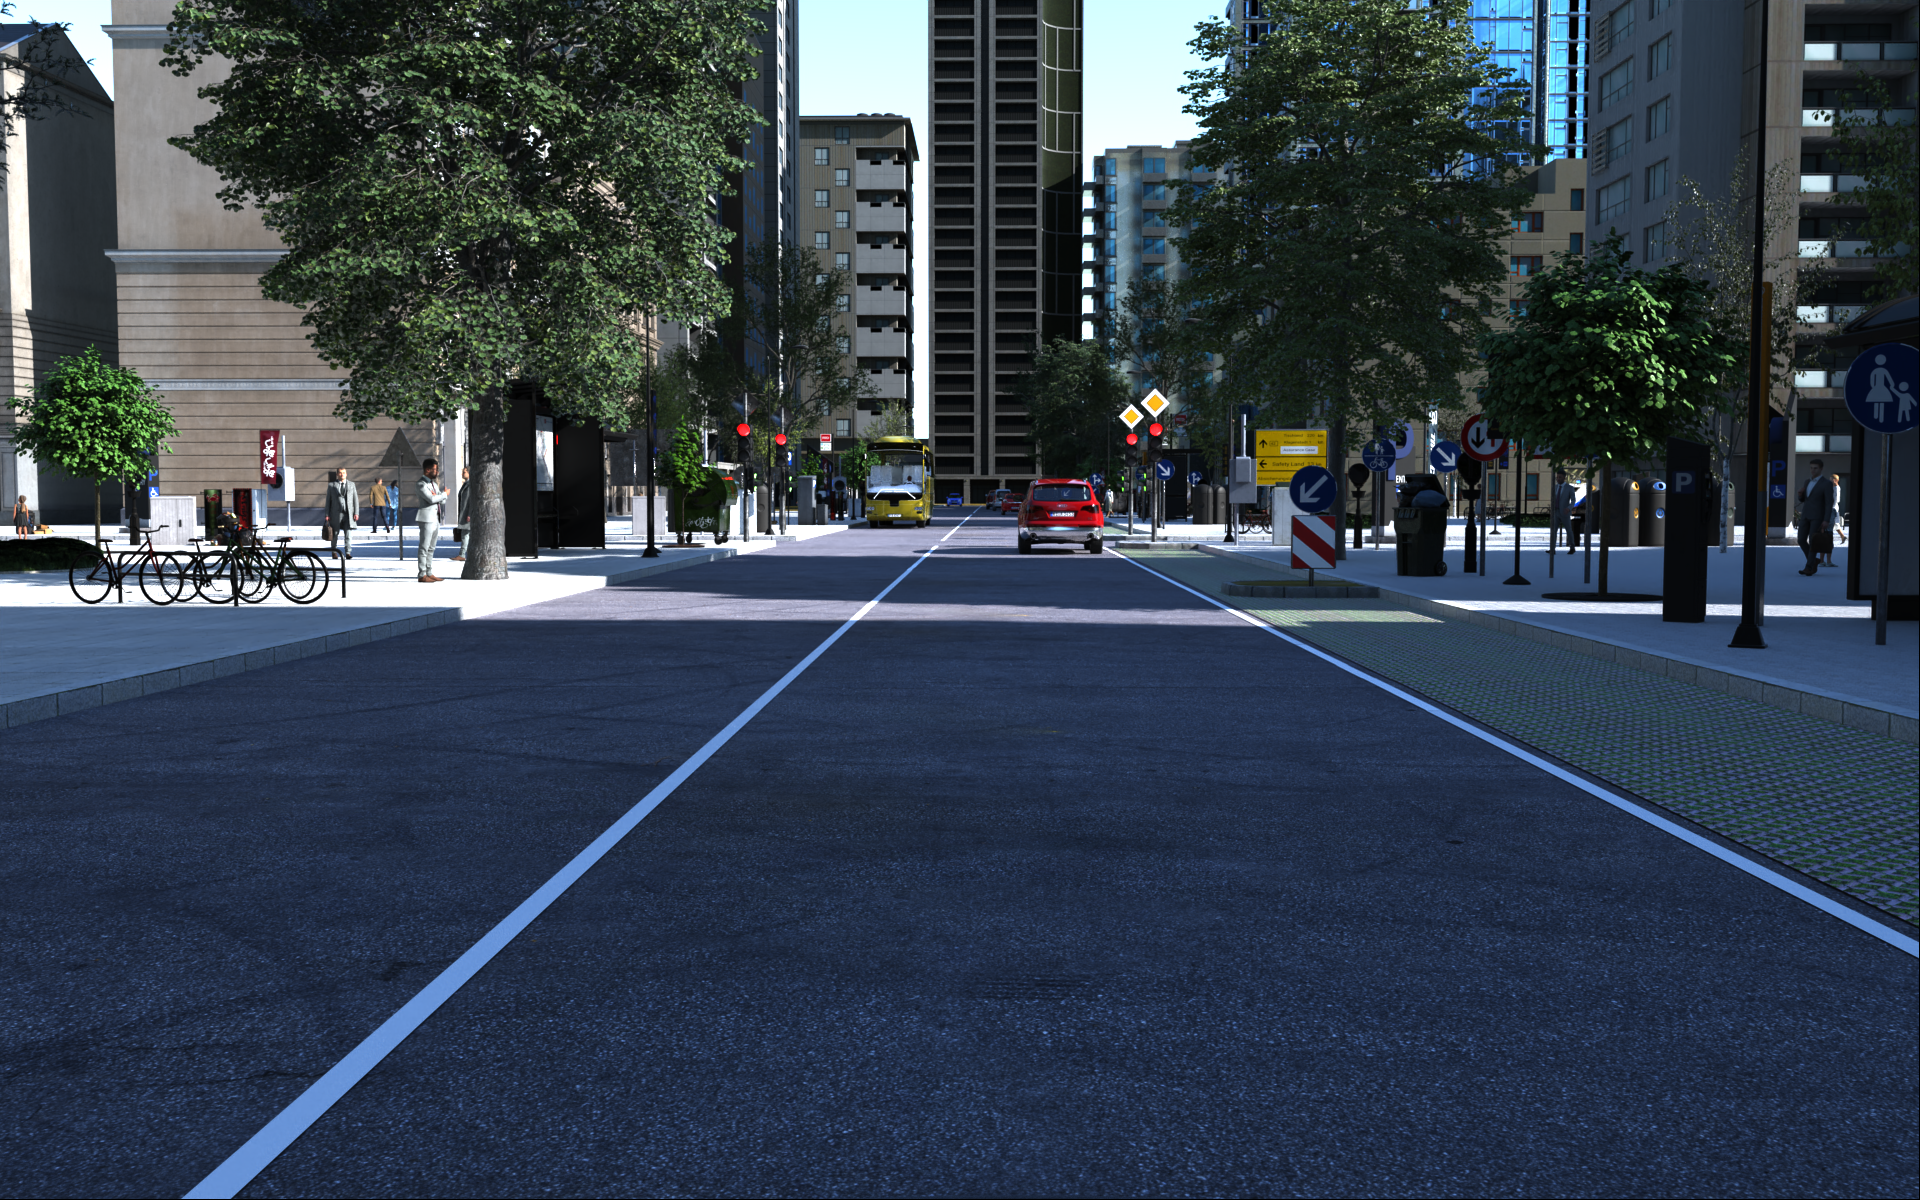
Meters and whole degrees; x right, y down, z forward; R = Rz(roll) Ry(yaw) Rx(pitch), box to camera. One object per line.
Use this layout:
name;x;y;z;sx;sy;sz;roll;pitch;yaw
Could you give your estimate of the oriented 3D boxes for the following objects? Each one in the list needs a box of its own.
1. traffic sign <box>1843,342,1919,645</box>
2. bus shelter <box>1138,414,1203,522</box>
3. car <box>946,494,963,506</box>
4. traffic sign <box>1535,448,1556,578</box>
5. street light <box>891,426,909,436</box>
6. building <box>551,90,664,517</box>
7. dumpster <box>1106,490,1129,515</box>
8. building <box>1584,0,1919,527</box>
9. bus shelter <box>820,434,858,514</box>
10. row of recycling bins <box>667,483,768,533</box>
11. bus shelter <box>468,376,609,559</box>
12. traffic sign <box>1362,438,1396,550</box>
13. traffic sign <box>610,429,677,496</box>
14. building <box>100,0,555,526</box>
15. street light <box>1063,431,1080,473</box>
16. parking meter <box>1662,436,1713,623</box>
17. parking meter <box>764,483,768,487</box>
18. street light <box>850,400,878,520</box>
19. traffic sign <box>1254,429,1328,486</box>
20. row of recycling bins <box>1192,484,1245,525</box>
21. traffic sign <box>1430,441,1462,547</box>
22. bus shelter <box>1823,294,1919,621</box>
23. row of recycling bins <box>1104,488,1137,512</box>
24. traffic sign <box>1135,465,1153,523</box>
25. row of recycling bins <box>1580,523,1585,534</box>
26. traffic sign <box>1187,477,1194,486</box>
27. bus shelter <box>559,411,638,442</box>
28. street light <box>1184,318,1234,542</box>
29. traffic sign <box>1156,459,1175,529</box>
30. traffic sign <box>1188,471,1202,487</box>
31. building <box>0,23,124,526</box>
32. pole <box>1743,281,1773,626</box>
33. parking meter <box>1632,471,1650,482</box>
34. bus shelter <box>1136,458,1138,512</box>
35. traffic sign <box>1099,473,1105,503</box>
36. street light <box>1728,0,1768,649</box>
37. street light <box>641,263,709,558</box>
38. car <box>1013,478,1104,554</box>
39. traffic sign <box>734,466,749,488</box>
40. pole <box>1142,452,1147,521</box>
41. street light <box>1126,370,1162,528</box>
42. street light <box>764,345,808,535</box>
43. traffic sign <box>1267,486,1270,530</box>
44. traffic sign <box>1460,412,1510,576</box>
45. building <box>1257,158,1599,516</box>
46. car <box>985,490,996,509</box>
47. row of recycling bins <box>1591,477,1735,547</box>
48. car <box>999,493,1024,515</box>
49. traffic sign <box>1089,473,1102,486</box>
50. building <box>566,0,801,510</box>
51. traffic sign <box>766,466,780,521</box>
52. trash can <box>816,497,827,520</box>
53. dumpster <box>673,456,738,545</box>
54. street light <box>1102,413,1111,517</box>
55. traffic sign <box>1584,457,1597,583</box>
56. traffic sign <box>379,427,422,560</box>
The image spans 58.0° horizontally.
traffic sign;7.843;-0.891;14.676;0.768;2.556;0.104;0;4;6
bus shelter;10.258;-6.521;84.244;2.179;5.291;8.768;0;4;1
car;-0.613;-11.725;201.288;1.945;1.707;3.694;0;4;1
traffic sign;9.061;-1.618;26.460;0.884;2.594;0.081;0;4;6
street light;-4.119;-8.875;117.639;1.470;5.913;1.316;0;4;1
building;-25.587;-18.563;100.766;12.463;27.353;25.104;0;4;1
dumpster;9.497;-6.059;104.820;1.264;1.857;1.865;0;4;1
building;35.782;-23.820;73.059;14.086;41.232;14.154;0;4;1
bus shelter;-8.132;-8.561;117.596;2.179;5.291;8.768;0;4;1
row of recycling bins;-8.092;-3.111;57.970;3.534;1.692;1.069;1;4;8
bus shelter;-8.825;-2.812;37.260;1.731;3.624;6.357;0;4;1
traffic sign;9.544;-2.412;39.542;0.768;2.556;0.104;0;4;5
traffic sign;-9.901;-3.697;54.327;2.265;3.308;0.079;1;4;10
building;-26.974;-17.874;78.143;13.634;28.700;20.117;0;4;1
street light;8.323;-9.541;128.530;1.470;5.913;1.316;0;4;1
parking meter;7.290;-0.712;17.346;0.399;1.863;0.255;3;5;41
parking meter;-9.903;-5.073;88.661;0.399;1.863;0.255;3;5;42
street light;-4.759;-6.943;86.057;1.470;5.913;1.316;0;4;1
traffic sign;10.341;-3.688;54.169;2.265;3.308;0.079;0;4;6
row of recycling bins;11.087;-4.076;73.747;1.069;1.692;3.534;3;5;39
traffic sign;11.652;-2.537;41.591;0.768;2.556;0.104;1;4;9
bus shelter;9.781;-1.289;14.992;2.014;3.302;5.546;0;4;1
row of recycling bins;12.003;-7.117;123.480;3.534;1.692;1.069;0;4;4
traffic sign;8.155;-4.694;76.846;0.768;2.556;0.104;1;4;10
row of recycling bins;21.528;-2.970;55.678;3.534;1.692;1.069;3;5;40
traffic sign;13.032;-5.901;98.617;0.606;2.300;0.079;0;4;5
bus shelter;-9.750;-3.070;44.117;2.014;3.302;5.546;0;4;1
street light;6.624;-4.490;45.950;1.470;5.913;1.316;0;4;1
traffic sign;7.459;-3.869;63.367;0.768;2.556;0.104;1;4;9
traffic sign;12.938;-5.827;95.375;0.768;2.556;0.104;1;4;10
building;-46.354;-13.712;73.341;18.267;20.994;9.793;0;4;1
pole;7.726;-1.403;16.783;0.158;3.312;0.155;0;3;0
parking meter;17.383;-2.360;44.291;0.399;1.863;0.255;0;4;1
bus shelter;11.178;-7.477;99.873;2.179;5.291;8.768;0;4;1
traffic sign;8.624;-6.552;107.129;0.884;2.594;0.081;0;4;3
street light;6.072;-2.559;14.376;1.470;5.913;1.316;0;4;1
street light;-5.744;-3.816;34.927;1.470;5.913;1.316;0;4;1
car;2.457;-2.104;43.079;2.281;1.827;5.304;0;4;2
traffic sign;-9.917;-4.805;78.671;0.768;2.556;0.104;1;4;9
pole;8.913;-5.500;83.773;0.158;3.312;0.155;0;3;0
street light;6.954;-5.669;65.226;1.470;5.913;1.316;0;4;1
street light;-5.427;-4.991;54.151;1.470;5.913;1.316;0;4;1
traffic sign;11.094;-3.805;62.311;0.768;2.556;0.104;1;4;9
traffic sign;8.186;-1.649;27.069;0.768;2.556;0.104;0;4;4
building;35.744;-16.470;114.329;27.650;21.520;28.899;0;4;1
car;3.499;-9.440;163.008;2.281;1.827;5.304;0;4;2
row of recycling bins;17.367;-2.170;42.590;3.534;1.692;1.069;-1;4;-14
car;3.736;-6.715;118.827;2.155;1.783;4.494;0;4;0
traffic sign;8.161;-6.362;104.126;0.768;2.556;0.104;0;4;7
building;-27.898;-45.407;180.662;20.611;71.187;20.563;0;4;1
traffic sign;-8.569;-4.877;79.844;0.768;2.556;0.104;0;4;7
trash can;-7.044;-4.629;87.331;0.748;1.137;0.748;0;3;0
dumpster;-6.578;-2.562;44.382;1.502;2.255;1.985;0;4;1
street light;7.763;-7.609;96.955;1.470;5.913;1.316;0;4;1
traffic sign;9.017;-1.512;24.825;0.768;2.556;0.104;1;4;8
traffic sign;-10.837;-2.050;33.524;0.884;2.594;0.081;1;4;11
